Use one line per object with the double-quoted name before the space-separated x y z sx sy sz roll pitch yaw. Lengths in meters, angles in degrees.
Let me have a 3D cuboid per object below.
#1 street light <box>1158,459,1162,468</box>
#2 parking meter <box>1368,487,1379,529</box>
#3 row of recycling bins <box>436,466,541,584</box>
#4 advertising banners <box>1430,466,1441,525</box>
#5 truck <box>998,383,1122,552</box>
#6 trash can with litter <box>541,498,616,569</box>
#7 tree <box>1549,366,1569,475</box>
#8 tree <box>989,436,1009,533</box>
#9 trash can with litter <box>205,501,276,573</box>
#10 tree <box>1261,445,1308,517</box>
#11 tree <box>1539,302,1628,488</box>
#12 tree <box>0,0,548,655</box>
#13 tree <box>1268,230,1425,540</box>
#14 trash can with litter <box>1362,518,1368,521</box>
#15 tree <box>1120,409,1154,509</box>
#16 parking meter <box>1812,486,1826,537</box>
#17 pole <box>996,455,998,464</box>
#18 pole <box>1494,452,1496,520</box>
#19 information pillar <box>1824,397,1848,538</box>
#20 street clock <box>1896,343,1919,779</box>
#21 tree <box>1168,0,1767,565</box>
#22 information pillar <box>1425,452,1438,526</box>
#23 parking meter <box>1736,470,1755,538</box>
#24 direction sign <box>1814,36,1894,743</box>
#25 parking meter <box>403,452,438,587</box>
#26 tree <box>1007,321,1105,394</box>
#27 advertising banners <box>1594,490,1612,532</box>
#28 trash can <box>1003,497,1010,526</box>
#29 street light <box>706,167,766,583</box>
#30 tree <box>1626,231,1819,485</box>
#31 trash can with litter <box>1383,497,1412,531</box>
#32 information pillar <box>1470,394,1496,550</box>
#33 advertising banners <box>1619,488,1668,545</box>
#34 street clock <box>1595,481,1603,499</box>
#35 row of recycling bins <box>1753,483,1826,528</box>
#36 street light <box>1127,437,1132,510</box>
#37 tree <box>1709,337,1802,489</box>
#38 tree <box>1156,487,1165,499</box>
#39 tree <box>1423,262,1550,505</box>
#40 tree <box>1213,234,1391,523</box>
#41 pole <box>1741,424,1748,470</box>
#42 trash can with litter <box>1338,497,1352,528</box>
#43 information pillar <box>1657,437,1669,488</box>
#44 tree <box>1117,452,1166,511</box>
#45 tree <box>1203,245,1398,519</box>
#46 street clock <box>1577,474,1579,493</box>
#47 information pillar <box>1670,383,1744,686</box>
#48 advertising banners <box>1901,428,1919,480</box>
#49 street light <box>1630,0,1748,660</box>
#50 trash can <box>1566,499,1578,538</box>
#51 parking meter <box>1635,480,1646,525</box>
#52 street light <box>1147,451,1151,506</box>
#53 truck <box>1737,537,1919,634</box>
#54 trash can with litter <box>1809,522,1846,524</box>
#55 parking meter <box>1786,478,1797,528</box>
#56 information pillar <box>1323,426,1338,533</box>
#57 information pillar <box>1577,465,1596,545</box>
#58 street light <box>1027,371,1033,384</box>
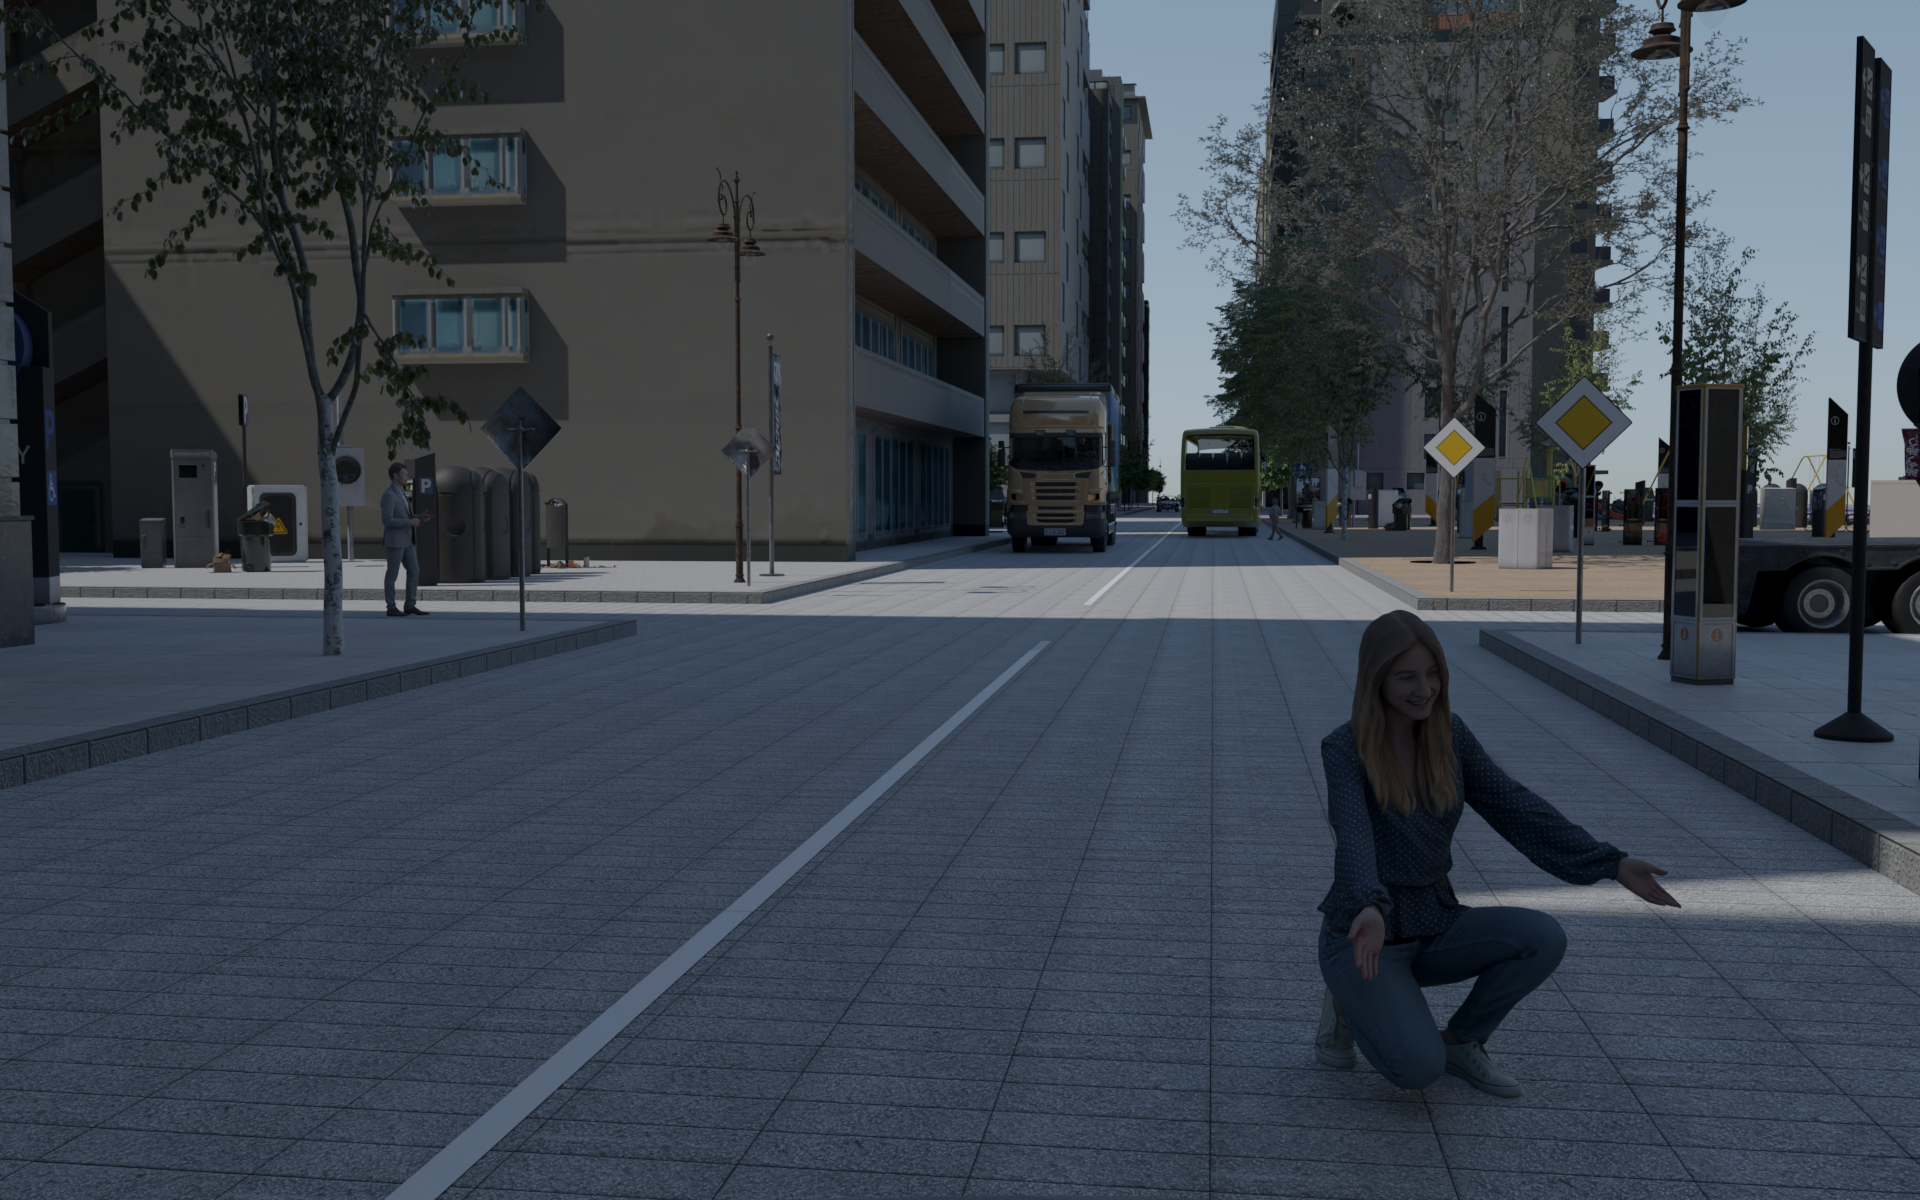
"street light" 25.900 -15.377 224.207 0.468 5.910 1.993 1 4 8
"parking meter" 15.268 -3.396 63.941 0.372 1.533 0.369 0 3 0
"row of recycling bins" -7.207 -1.183 26.462 1.069 1.692 3.534 0 4 3
"advertising banners" 19.907 -4.652 72.245 0.090 3.025 2.074 0 4 3
"truck" 2.884 -3.503 46.196 2.839 4.237 11.283 0 4 7
"trash can with litter" -7.251 -1.187 30.464 2.233 1.210 1.678 3 4 38
"tree" 31.359 -8.729 93.073 4.360 8.622 3.978 0 3 0
"tree" 1.047 -3.864 57.781 1.663 3.219 1.824 0 3 0
"trash can with litter" -11.796 -1.040 28.394 1.055 1.170 0.624 -2 4 -29
"tree" 18.136 -6.998 98.129 4.285 4.588 4.351 0 3 0
"tree" 24.324 -7.155 67.351 4.737 8.622 4.395 0 3 0
"tree" -5.071 -3.852 13.344 4.360 8.622 3.978 0 3 0
"tree" 10.751 -5.988 48.265 4.360 8.622 3.978 0 3 0
"trash can with litter" 20.082 -4.405 83.072 2.233 1.210 1.678 -2 4 -25
"tree" 14.870 -12.221 150.172 4.360 8.622 3.978 0 3 0
"parking meter" 25.656 -2.648 51.703 0.372 1.533 0.369 0 3 0
"pole" 1.808 -5.469 83.263 0.158 3.312 0.155 0 3 0
"pole" 26.169 -5.571 84.931 0.158 3.312 0.155 0 3 0
"information pillar" 21.262 -3.100 42.044 0.504 3.616 0.183 0 4 -4
"street clock" 4.401 -0.188 7.642 0.471 2.002 0.358 0 4 6
"tree" 9.074 -7.413 31.574 12.009 13.543 11.850 0 3 0
"information pillar" 18.895 -4.768 69.307 0.504 3.616 0.183 3 4 38
"parking meter" 18.751 -2.181 41.368 0.399 1.863 0.255 -2 4 -28
"direction sign" 4.701 -1.040 9.006 0.379 3.537 0.876 3 4 36
"parking meter" -7.521 -1.126 24.129 0.255 1.863 0.399 3 4 37
"tree" 4.235 -7.594 74.519 4.360 8.622 3.978 0 3 0
"advertising banners" 21.881 -3.885 59.710 0.090 3.025 2.074 -1 4 -11
"trash can" 2.048 -3.486 68.648 0.748 1.137 0.748 0 3 0
"street light" -3.192 -3.189 24.922 0.468 5.910 1.993 1 4 8
"tree" 21.338 -5.992 48.329 4.737 8.622 4.395 0 3 0
"trash can with litter" 15.169 -2.997 60.383 0.624 1.170 1.055 -2 4 -26
"information pillar" 12.052 -2.967 39.863 0.504 3.616 0.183 0 4 7
"advertising banners" 17.587 -2.878 43.247 2.074 3.025 0.090 1 4 11
"street clock" 34.340 -5.421 93.209 0.471 2.002 0.358 0 4 1
"row of recycling bins" 31.633 -3.627 66.410 3.534 1.692 1.069 2 4 33
"street light" 13.750 -10.279 140.847 0.468 5.910 1.993 1 4 8
"tree" 37.378 -8.052 82.017 4.360 8.622 3.978 0 3 0
"tree" 28.477 -15.514 248.261 1.663 3.219 1.824 0 3 0
"tree" 15.466 -6.368 54.472 4.360 8.622 3.978 0 3 0
"tree" 14.961 -9.676 76.335 7.486 12.596 7.792 0 3 0
"pole" 22.930 -3.476 50.671 0.158 3.312 0.155 0 3 0
"trash can with litter" 14.643 -3.347 66.105 0.624 1.170 1.055 1 4 13
"information pillar" 28.731 -4.855 70.740 0.504 3.616 0.183 2 4 26
"tree" 12.674 -9.188 133.936 4.285 4.588 4.351 0 3 0
"tree" 17.405 -11.179 89.435 9.857 13.997 8.962 0 3 0
"street clock" 22.133 -3.491 61.652 0.358 2.002 0.471 0 4 4
"information pillar" 5.043 -0.441 11.709 0.304 2.012 0.304 -1 4 -13
"advertising banners" 25.854 -3.016 45.500 2.074 3.025 0.090 2 4 30
"street light" 5.511 -2.476 13.268 0.468 5.910 1.993 1 4 8
"trash can" 18.152 -2.394 50.800 0.748 1.137 0.748 0 3 0
"parking meter" 28.414 -4.080 72.415 0.399 1.863 0.255 3 5 41
"street light" 19.929 -12.862 183.075 0.468 5.910 1.993 1 4 8
"truck" 16.830 -1.631 16.419 18.799 4.110 2.967 0 4 8
"trash can with litter" 36.700 -3.783 72.910 2.233 1.210 1.678 -1 4 -11
"parking meter" 30.172 -3.498 62.897 0.255 1.863 0.399 0 4 3
"information pillar" 12.225 -4.014 56.980 0.504 3.616 0.183 -2 4 -33
"information pillar" 15.698 -2.380 43.398 0.304 2.012 0.304 -1 4 -9
"street light" 2.625 -5.669 65.470 0.468 5.910 1.993 1 4 8
